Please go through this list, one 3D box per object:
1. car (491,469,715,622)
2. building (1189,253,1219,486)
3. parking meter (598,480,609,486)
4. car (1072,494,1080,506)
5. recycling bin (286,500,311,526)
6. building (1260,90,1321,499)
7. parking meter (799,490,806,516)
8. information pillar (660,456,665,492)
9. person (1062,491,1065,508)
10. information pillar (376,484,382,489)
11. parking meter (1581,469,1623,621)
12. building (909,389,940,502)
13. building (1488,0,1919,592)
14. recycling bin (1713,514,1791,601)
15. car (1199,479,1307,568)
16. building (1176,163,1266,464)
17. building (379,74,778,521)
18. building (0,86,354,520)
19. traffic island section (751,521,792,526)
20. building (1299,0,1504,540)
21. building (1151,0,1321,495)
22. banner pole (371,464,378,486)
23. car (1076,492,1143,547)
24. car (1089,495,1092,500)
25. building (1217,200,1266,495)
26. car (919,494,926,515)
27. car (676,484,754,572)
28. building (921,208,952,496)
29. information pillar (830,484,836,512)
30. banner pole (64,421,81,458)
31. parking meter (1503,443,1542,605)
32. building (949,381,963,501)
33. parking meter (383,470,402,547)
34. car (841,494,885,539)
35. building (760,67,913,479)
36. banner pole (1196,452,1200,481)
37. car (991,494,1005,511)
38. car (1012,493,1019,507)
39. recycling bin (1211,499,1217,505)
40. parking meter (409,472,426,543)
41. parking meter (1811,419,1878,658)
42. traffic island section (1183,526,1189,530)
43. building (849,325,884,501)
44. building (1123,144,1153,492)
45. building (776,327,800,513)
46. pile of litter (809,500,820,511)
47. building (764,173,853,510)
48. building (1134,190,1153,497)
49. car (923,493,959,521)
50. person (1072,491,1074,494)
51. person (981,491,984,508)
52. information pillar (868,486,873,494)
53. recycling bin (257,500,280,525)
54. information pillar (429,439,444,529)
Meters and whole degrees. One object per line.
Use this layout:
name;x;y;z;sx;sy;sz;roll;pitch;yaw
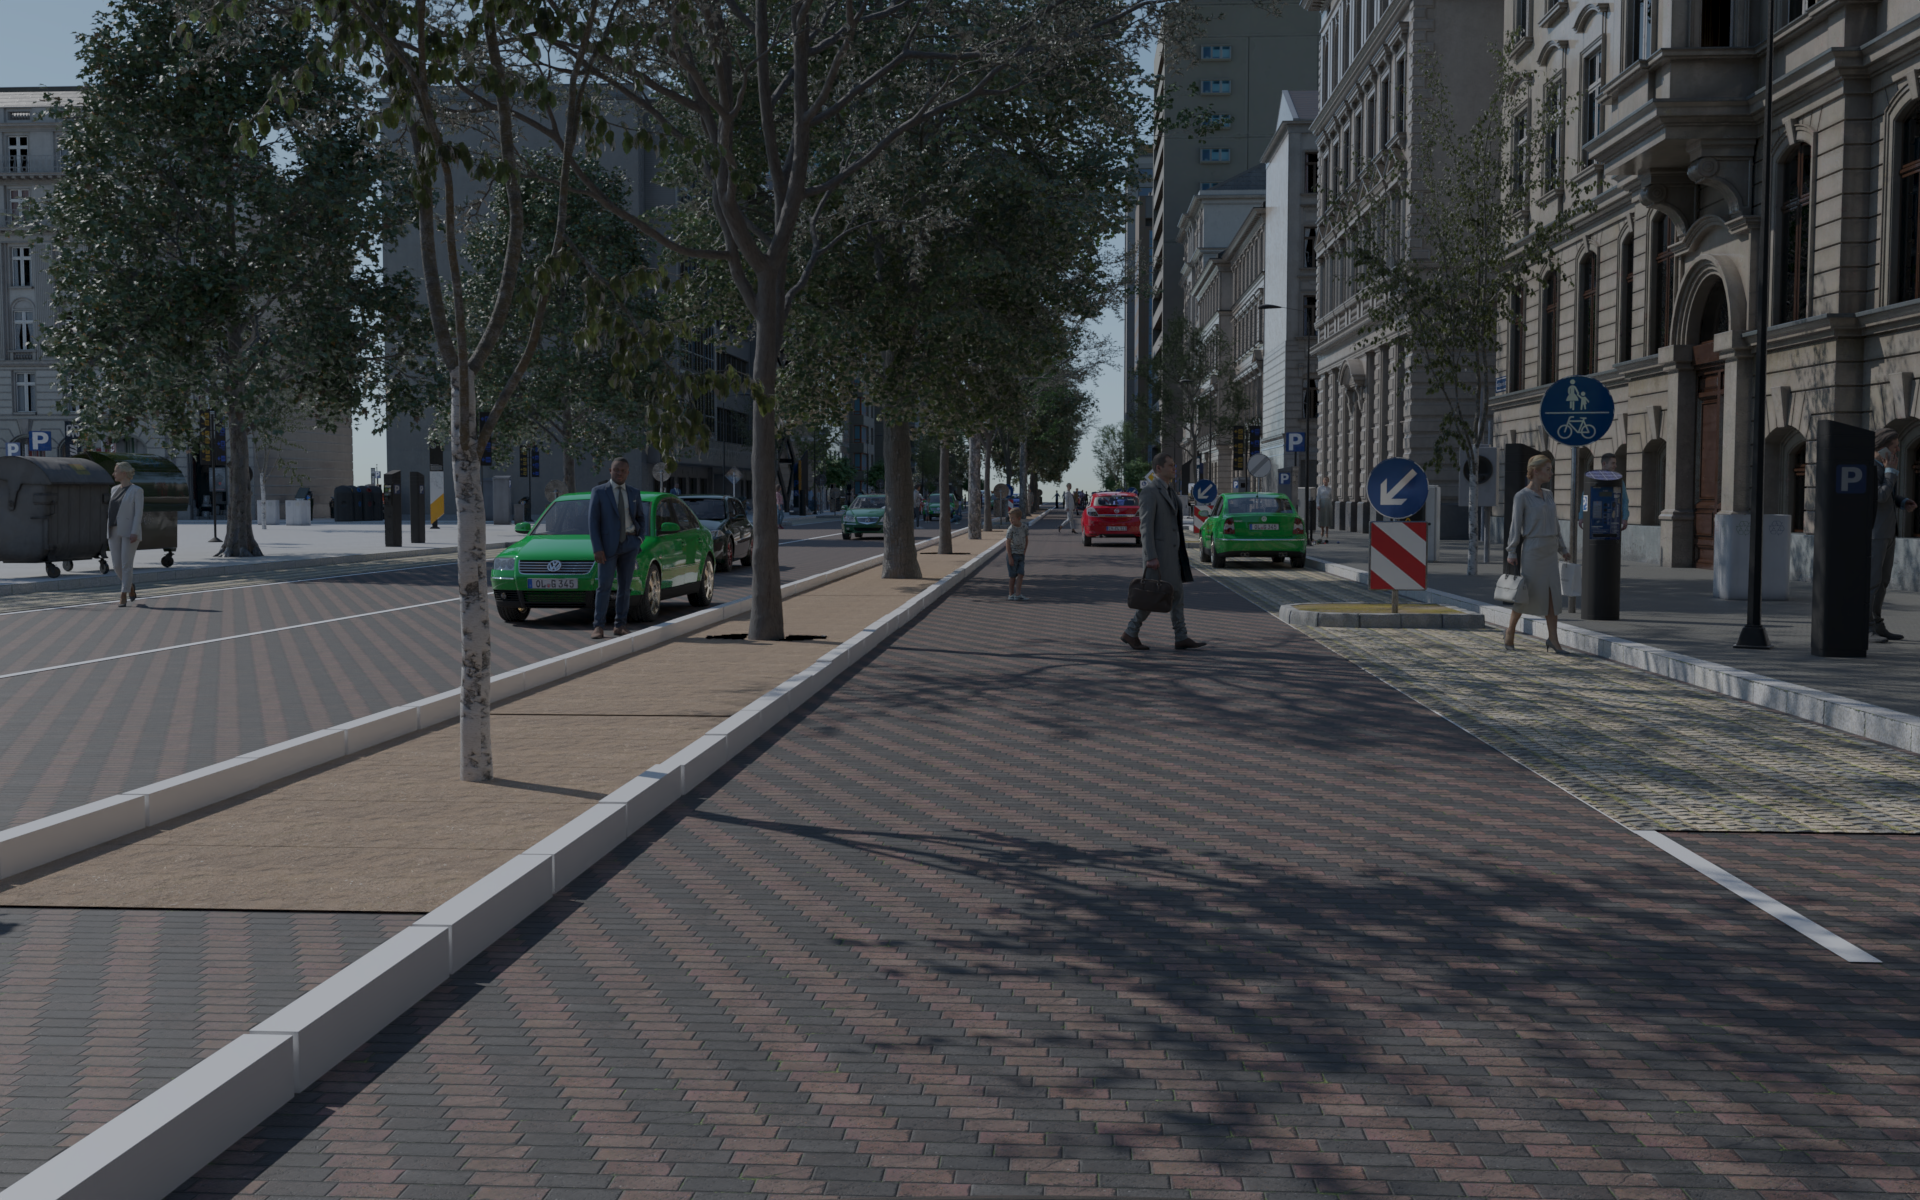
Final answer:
car;-4.182;-0.735;20.822;1.959;1.807;4.718;0;4;4
building;21.758;-15.605;119.769;10.561;19.102;19.286;0;4;4
parking meter;-14.715;-4.023;71.490;0.399;1.863;0.255;1;4;17
car;13.235;-11.884;203.337;2.155;1.783;4.494;0;4;5
recycling bin;-26.987;-3.552;70.624;0.722;1.027;0.722;1;4;9
building;24.321;-14.411;84.774;18.267;20.994;9.793;0;4;4
parking meter;-9.257;-5.721;101.941;0.372;1.533;0.369;0;3;0
information pillar;-12.227;-4.889;71.292;0.183;3.616;0.504;-2;4;-25
person;10.829;-10.340;178.293;0.721;1.736;1.217;-2;4;-31
information pillar;-43.352;-7.631;129.263;0.304;2.012;0.304;3;5;44
parking meter;6.557;-0.568;17.695;0.372;1.533;0.369;0;3;0
building;-18.423;-34.385;254.079;32.217;40.220;23.993;0;4;4
building;18.091;-12.776;27.980;14.460;24.649;34.723;0;4;4
recycling bin;9.679;-0.528;21.182;0.722;1.027;0.722;1;4;11
car;5.827;-1.588;34.763;1.959;1.807;4.718;0;4;3
building;25.044;-21.609;140.699;14.401;28.519;23.554;0;4;4
building;-19.773;-17.038;97.638;14.314;24.678;30.058;0;4;4
building;-45.615;-15.221;90.670;24.055;21.916;13.314;0;4;4
traffic island section;-8.899;-3.528;79.963;2.009;0.180;2.903;0;4;4
building;17.927;-13.942;56.831;11.050;23.489;19.941;0;4;4
building;29.576;-33.132;165.418;21.300;48.544;21.600;0;4;4
banner pole;-48.841;-9.454;144.586;0.863;3.779;0.401;1;4;20
car;4.341;-2.428;48.746;2.155;1.783;4.494;0;4;3
car;21.457;-16.084;275.555;1.945;1.354;3.894;0;4;3
building;21.225;-14.412;100.258;10.561;19.102;19.286;0;4;4
car;-3.412;-6.817;120.504;2.155;1.783;4.494;0;4;4
car;-5.032;-1.433;33.220;2.009;1.686;4.222;0;4;3
building;-15.592;-42.203;279.263;28.713;52.752;27.495;0;4;4
information pillar;-8.920;-7.164;121.625;0.304;2.012;0.304;1;4;18
banner pole;-26.530;-3.804;52.208;0.401;3.779;0.863;3;5;44
parking meter;6.523;-0.879;20.091;0.399;1.863;0.255;-2;4;-34
building;-10.799;-41.586;303.635;21.300;48.544;21.600;0;4;4
parking meter;-13.796;-2.227;42.118;0.255;1.863;0.399;1;4;20
car;-2.699;-2.712;56.138;2.131;1.459;4.920;0;4;4
building;-18.037;-35.488;199.830;23.786;49.044;30.456;0;4;4
banner pole;13.851;-6.804;101.261;0.401;3.779;0.863;-1;4;-15
car;3.307;-8.436;146.721;1.959;1.807;4.718;0;4;2
car;5.599;-9.902;171.492;1.945;1.707;3.694;0;4;2
recycling bin;12.576;-4.386;84.269;0.722;1.027;0.722;1;4;18
parking meter;-14.191;-2.422;45.317;0.255;1.863;0.399;1;4;9
parking meter;6.979;-0.486;13.665;0.399;1.863;0.255;0;4;6
traffic island section;8.289;-2.970;70.846;2.009;0.180;2.903;0;4;4
building;-21.549;-19.945;171.137;27.650;21.520;28.899;0;4;4
building;38.680;-46.180;297.040;21.231;58.520;28.212;0;4;4
building;-19.920;-15.550;121.694;16.820;18.784;16.811;0;4;4
pile of litter;-11.317;-7.317;133.604;1.176;0.858;1.719;-1;4;-20
building;-16.641;-21.978;145.242;13.634;28.700;20.117;0;4;4
building;32.612;-36.820;252.113;14.600;45.320;14.200;0;4;4
car;-1.000;-5.200;93.812;1.959;1.807;4.718;0;4;4
person;13.936;-12.463;212.401;1.348;1.807;0.705;0;4;-1
person;2.123;-10.004;172.756;1.217;1.739;0.721;2;4;34
information pillar;-7.959;-9.979;154.508;0.504;3.616;0.183;-1;4;-22
recycling bin;-28.782;-3.641;72.085;0.722;1.027;0.722;0;4;-8
information pillar;-19.248;-4.422;63.662;0.504;3.616;0.183;0;4;-5
